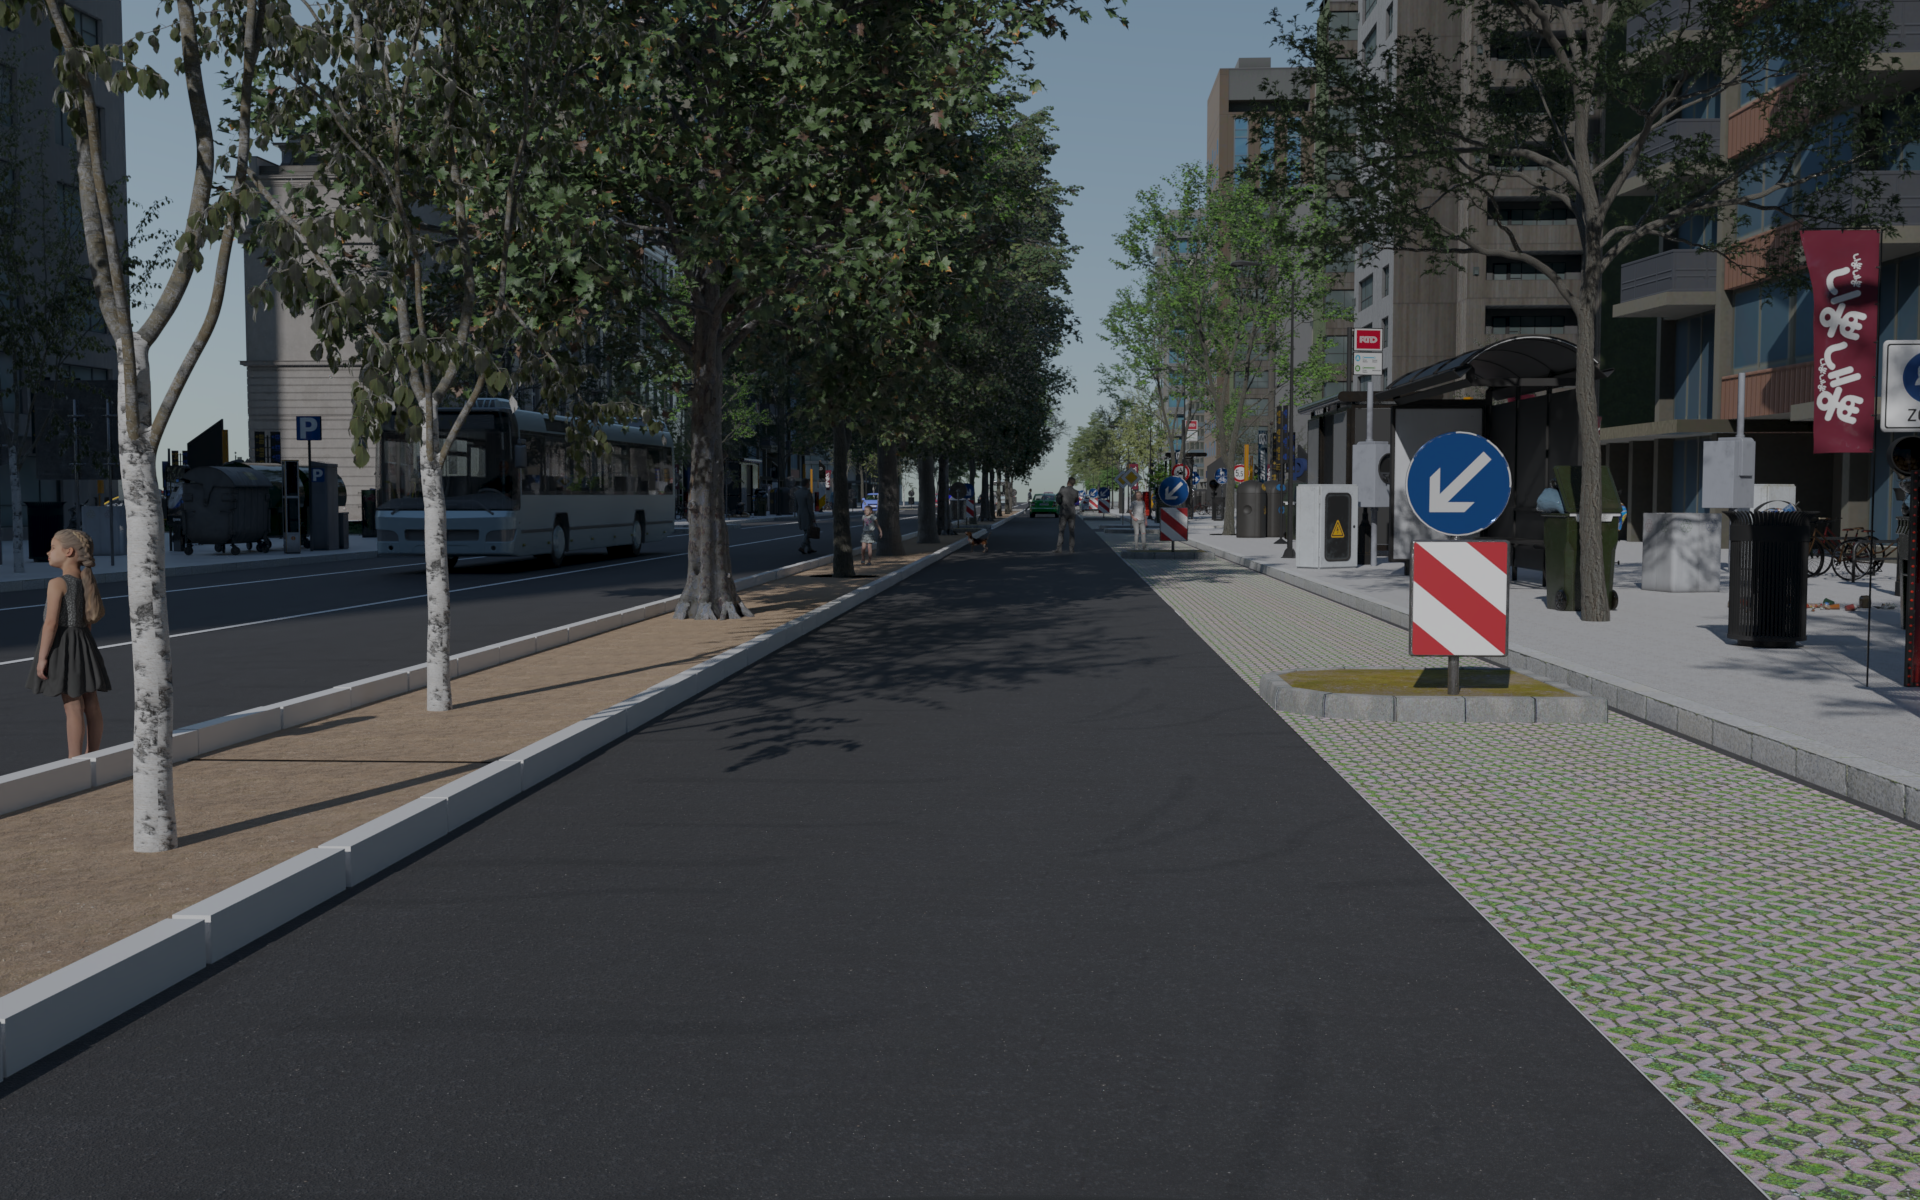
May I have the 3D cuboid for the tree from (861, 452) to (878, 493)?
[{"bbox_3d":[-8.166,-13.071,164.071,4.737,8.622,4.395,0,3,0],"label":"tree"}]

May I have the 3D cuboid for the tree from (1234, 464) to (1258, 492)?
[{"bbox_3d":[16.110,-6.366,98.677,1.663,3.219,1.824,0,3,0],"label":"tree"}]

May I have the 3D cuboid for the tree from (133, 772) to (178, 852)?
[{"bbox_3d":[-3.227,-3.280,6.455,4.360,8.622,3.978,0,3,0],"label":"tree"}]

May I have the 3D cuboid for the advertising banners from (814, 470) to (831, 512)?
[{"bbox_3d":[-10.394,-7.949,126.157,2.074,3.025,0.090,0,4,-7],"label":"advertising banners"}]

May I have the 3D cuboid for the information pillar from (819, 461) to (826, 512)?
[{"bbox_3d":[-9.627,-7.929,120.996,0.504,3.616,0.183,0,4,5],"label":"information pillar"}]

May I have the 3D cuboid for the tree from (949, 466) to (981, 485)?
[{"bbox_3d":[0.073,-23.464,301.762,7.486,12.596,7.792,0,3,0],"label":"tree"}]

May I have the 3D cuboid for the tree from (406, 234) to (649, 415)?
[{"bbox_3d":[-13.974,-7.413,55.618,8.767,10.594,7.601,0,4,-1],"label":"tree"}]

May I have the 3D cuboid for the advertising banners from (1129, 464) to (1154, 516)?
[{"bbox_3d":[10.781,-6.337,99.791,2.074,3.025,0.090,0,4,-1],"label":"advertising banners"}]

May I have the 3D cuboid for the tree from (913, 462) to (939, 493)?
[{"bbox_3d":[-3.196,-19.112,246.891,8.767,10.594,7.601,-3,5,-41],"label":"tree"}]

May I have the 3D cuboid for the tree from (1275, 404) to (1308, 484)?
[{"bbox_3d":[26.721,-11.739,142.288,4.360,8.622,3.978,0,3,0],"label":"tree"}]

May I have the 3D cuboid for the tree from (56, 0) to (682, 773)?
[{"bbox_3d":[-3.430,-3.554,10.925,4.360,8.622,3.978,0,3,0],"label":"tree"}]

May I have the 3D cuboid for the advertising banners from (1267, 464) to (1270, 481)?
[{"bbox_3d":[17.398,-6.368,100.304,2.074,3.025,0.090,-3,4,-38],"label":"advertising banners"}]

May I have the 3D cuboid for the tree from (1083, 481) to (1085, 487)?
[{"bbox_3d":[20.408,-16.941,260.697,4.285,4.588,4.351,0,3,0],"label":"tree"}]

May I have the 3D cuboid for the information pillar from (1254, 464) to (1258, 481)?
[{"bbox_3d":[23.029,-8.748,134.389,0.504,3.616,0.183,-1,4,-12],"label":"information pillar"}]

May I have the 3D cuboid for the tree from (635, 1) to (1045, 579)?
[{"bbox_3d":[-2.094,-6.188,29.391,9.928,11.665,9.643,0,3,0],"label":"tree"}]

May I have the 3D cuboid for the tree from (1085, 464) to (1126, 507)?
[{"bbox_3d":[15.861,-11.906,178.383,4.285,4.588,4.351,0,3,0],"label":"tree"}]

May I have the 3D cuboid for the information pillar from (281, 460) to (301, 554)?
[{"bbox_3d":[-14.360,-2.000,37.185,0.304,2.012,0.304,-2,4,-32],"label":"information pillar"}]

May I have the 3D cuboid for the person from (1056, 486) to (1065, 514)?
[{"bbox_3d":[4.439,-4.023,74.524,0.600,1.795,0.529,1,4,9],"label":"person"}]

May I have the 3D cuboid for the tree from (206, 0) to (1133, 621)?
[{"bbox_3d":[-2.904,-6.121,19.537,9.611,12.733,9.660,0,3,0],"label":"tree"}]

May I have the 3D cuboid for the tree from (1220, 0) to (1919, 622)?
[{"bbox_3d":[6.101,-5.070,17.303,7.601,10.594,8.767,1,4,13],"label":"tree"}]

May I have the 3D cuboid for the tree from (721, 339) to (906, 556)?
[{"bbox_3d":[-1.614,-7.984,39.657,9.857,13.997,8.962,0,3,0],"label":"tree"}]

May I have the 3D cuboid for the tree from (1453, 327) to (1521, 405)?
[{"bbox_3d":[23.914,-7.753,77.131,4.360,8.622,3.978,0,3,0],"label":"tree"}]

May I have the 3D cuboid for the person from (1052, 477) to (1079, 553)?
[{"bbox_3d":[2.589,-2.089,42.462,0.655,1.846,0.447,-1,4,-14],"label":"person"}]

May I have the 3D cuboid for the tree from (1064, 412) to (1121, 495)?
[{"bbox_3d":[19.062,-19.589,238.411,7.486,12.596,7.792,0,3,0],"label":"tree"}]

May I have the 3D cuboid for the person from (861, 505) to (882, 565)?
[{"bbox_3d":[-1.780,-1.300,34.771,0.505,1.210,0.382,1,4,17],"label":"person"}]

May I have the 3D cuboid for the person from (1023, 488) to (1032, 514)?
[{"bbox_3d":[4.984,-7.188,125.872,0.795,1.843,0.661,0,4,7],"label":"person"}]

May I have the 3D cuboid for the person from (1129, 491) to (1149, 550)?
[{"bbox_3d":[4.464,-1.946,42.905,0.523,1.515,0.503,3,5,40],"label":"person"}]

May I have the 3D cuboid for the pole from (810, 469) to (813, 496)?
[{"bbox_3d":[-12.077,-9.002,141.025,0.158,3.312,0.155,0,3,0],"label":"pole"}]

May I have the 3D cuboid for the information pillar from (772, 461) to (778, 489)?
[{"bbox_3d":[-13.095,-8.040,122.815,0.504,3.616,0.183,0,4,2],"label":"information pillar"}]

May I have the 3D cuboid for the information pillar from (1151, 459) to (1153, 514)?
[{"bbox_3d":[12.640,-7.513,114.193,0.183,3.616,0.504,-1,4,-9],"label":"information pillar"}]

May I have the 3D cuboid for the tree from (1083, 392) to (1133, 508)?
[{"bbox_3d":[14.714,-13.572,156.312,7.601,10.594,8.767,-1,4,-21],"label":"tree"}]

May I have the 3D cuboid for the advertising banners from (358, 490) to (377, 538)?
[{"bbox_3d":[-16.705,-3.365,51.205,2.074,3.025,0.090,-1,4,-22],"label":"advertising banners"}]

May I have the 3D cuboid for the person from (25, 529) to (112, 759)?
[{"bbox_3d":[-4.533,0.268,8.781,0.373,1.253,0.362,1,4,10],"label":"person"}]

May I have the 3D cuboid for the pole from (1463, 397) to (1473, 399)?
[{"bbox_3d":[10.688,-2.610,36.518,0.158,3.312,0.155,0,3,0],"label":"pole"}]

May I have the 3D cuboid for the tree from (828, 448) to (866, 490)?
[{"bbox_3d":[-9.342,-11.677,141.284,4.360,8.622,3.978,0,3,0],"label":"tree"}]

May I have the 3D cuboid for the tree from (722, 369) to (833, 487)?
[{"bbox_3d":[-11.329,-10.799,110.975,7.601,10.594,8.767,2,4,34],"label":"tree"}]

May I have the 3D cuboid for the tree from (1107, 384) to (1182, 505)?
[{"bbox_3d":[11.850,-9.727,109.399,4.737,8.622,4.395,0,3,0],"label":"tree"}]

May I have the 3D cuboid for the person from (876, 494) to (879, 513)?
[{"bbox_3d":[-6.056,-7.482,131.007,0.537,1.800,0.526,2,4,33],"label":"person"}]

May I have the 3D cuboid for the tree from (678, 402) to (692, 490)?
[{"bbox_3d":[-19.009,-10.058,114.818,4.737,8.622,4.395,0,3,0],"label":"tree"}]

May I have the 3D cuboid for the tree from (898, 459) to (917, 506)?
[{"bbox_3d":[-6.136,-14.491,187.284,4.360,8.622,3.978,0,3,0],"label":"tree"}]

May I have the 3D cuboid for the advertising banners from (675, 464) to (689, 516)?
[{"bbox_3d":[-15.872,-6.411,101.000,2.074,3.025,0.090,-2,4,-26],"label":"advertising banners"}]

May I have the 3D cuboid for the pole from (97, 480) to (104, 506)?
[{"bbox_3d":[-32.019,-4.323,64.521,0.158,3.312,0.155,0,3,0],"label":"pole"}]

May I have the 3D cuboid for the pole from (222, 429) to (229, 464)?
[{"bbox_3d":[-23.192,-3.726,54.763,0.158,3.312,0.155,0,3,0],"label":"pole"}]

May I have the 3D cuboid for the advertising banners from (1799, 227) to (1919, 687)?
[{"bbox_3d":[6.554,-0.931,11.405,2.074,3.025,0.090,0,4,4],"label":"advertising banners"}]

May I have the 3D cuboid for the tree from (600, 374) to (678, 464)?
[{"bbox_3d":[-18.482,-8.953,96.744,4.737,8.622,4.395,0,3,0],"label":"tree"}]

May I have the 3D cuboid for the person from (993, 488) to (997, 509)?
[{"bbox_3d":[1.991,-6.078,107.715,0.661,1.843,0.795,0,4,-8],"label":"person"}]

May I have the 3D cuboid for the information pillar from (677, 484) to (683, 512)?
[{"bbox_3d":[-19.579,-7.130,121.063,0.304,2.012,0.304,-2,4,-35],"label":"information pillar"}]

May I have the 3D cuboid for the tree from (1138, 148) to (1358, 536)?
[{"bbox_3d":[8.304,-7.809,53.441,9.928,11.665,9.643,0,3,0],"label":"tree"}]

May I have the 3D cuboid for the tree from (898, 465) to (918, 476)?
[{"bbox_3d":[-4.855,-18.919,219.695,12.009,13.543,11.850,0,3,0],"label":"tree"}]

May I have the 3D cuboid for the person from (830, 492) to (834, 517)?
[{"bbox_3d":[-7.837,-6.141,108.769,0.638,1.841,0.748,0,4,2],"label":"person"}]

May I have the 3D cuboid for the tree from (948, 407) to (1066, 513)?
[{"bbox_3d":[3.793,-11.882,131.137,8.767,10.594,7.601,0,4,3],"label":"tree"}]

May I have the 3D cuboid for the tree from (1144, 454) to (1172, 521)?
[{"bbox_3d":[9.660,-5.480,84.197,1.663,3.219,1.824,0,3,0],"label":"tree"}]

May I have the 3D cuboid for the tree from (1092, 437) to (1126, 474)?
[{"bbox_3d":[17.589,-15.663,206.453,4.360,8.622,3.978,0,3,0],"label":"tree"}]

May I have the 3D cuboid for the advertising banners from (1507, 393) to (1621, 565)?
[{"bbox_3d":[10.499,-2.078,30.166,2.074,3.025,0.090,0,4,-4],"label":"advertising banners"}]

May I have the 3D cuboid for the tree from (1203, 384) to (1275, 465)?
[{"bbox_3d":[18.436,-10.173,116.685,4.360,8.622,3.978,0,3,0],"label":"tree"}]

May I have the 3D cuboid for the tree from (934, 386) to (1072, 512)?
[{"bbox_3d":[3.944,-13.970,141.239,12.009,13.543,11.850,0,3,0],"label":"tree"}]

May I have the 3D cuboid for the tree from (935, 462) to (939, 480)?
[{"bbox_3d":[-3.907,-17.454,235.732,4.360,8.622,3.978,0,3,0],"label":"tree"}]

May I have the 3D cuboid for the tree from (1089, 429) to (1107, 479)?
[{"bbox_3d":[13.515,-11.279,134.766,4.737,8.622,4.395,0,3,0],"label":"tree"}]
